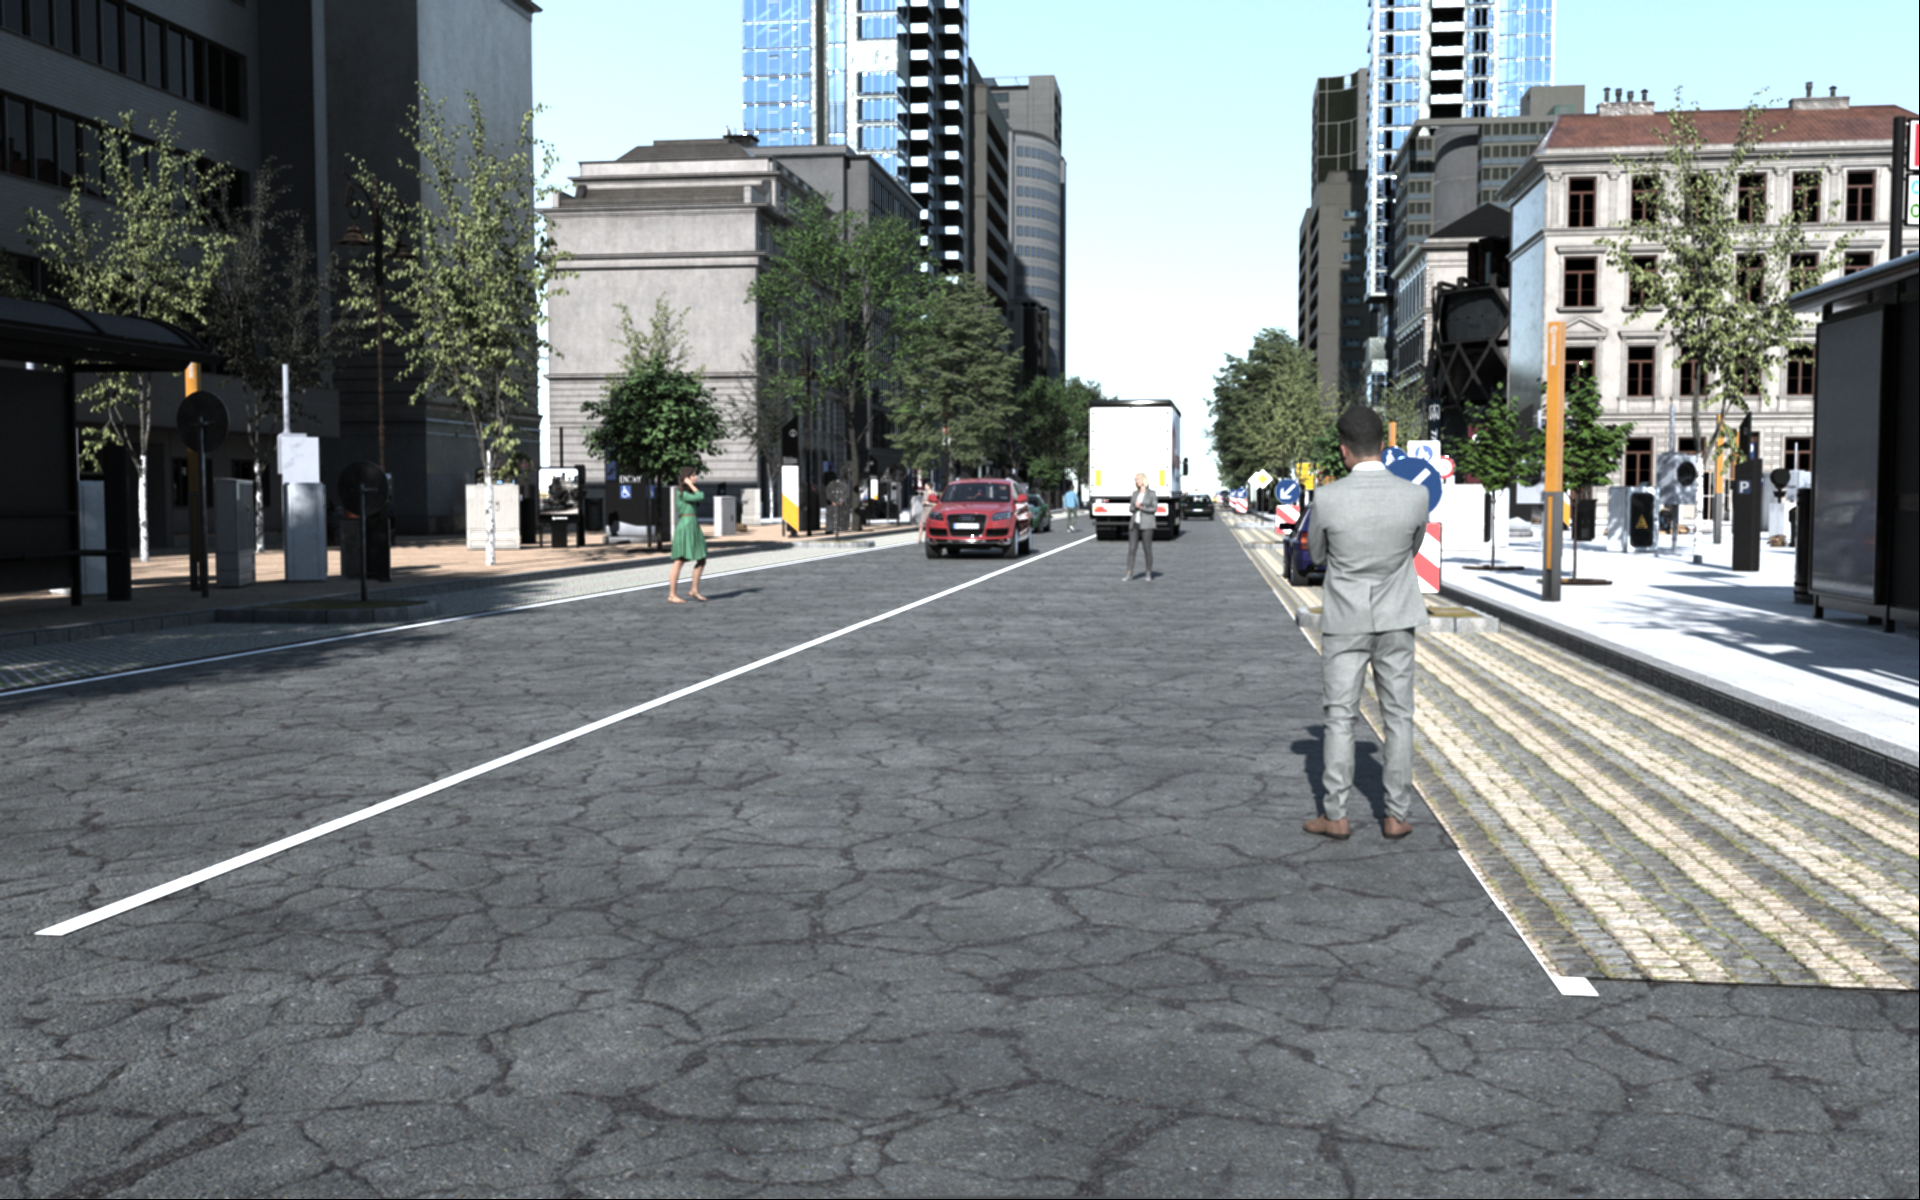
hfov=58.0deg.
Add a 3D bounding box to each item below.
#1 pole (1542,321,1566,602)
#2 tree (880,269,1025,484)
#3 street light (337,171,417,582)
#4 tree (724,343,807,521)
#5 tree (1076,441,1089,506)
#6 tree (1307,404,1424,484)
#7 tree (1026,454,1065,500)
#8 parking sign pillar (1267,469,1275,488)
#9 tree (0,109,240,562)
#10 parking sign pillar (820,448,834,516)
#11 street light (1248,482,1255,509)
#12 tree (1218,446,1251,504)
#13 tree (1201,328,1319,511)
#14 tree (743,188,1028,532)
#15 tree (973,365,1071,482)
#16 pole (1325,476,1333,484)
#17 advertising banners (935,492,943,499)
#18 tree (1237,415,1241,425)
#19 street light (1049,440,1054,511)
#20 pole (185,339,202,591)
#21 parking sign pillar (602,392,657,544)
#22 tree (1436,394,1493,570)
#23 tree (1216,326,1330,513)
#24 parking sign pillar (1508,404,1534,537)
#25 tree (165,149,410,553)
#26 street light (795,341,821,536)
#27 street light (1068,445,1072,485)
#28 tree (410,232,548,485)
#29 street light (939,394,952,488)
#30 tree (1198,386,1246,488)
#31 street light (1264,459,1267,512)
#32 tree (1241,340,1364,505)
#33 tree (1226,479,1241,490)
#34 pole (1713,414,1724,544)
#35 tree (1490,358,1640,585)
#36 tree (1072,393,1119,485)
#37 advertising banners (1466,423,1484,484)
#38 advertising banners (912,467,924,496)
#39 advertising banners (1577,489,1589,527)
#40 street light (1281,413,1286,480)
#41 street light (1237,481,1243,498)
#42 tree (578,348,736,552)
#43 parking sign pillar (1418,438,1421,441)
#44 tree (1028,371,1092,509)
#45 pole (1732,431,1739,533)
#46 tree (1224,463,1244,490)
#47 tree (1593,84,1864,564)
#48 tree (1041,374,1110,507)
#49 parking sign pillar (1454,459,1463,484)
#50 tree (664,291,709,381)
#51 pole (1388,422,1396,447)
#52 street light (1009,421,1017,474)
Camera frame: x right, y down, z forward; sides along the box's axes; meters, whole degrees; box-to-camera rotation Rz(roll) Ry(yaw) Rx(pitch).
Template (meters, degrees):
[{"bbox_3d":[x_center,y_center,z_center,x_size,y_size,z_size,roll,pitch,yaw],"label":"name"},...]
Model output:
[{"bbox_3d":[7.072,-1.637,20.614,0.158,3.312,0.155,0,3,0],"label":"pole"},{"bbox_3d":[-0.091,-10.367,87.622,7.486,12.596,7.792,0,3,0],"label":"tree"},{"bbox_3d":[-8.423,-3.205,25.193,0.468,5.910,1.993,0,4,8],"label":"street light"},{"bbox_3d":[-9.145,-8.113,83.013,4.360,8.622,3.978,0,3,0],"label":"tree"},{"bbox_3d":[13.955,-14.642,189.751,4.737,8.622,4.395,0,3,0],"label":"tree"},{"bbox_3d":[14.393,-4.846,62.939,4.285,4.588,4.351,0,3,0],"label":"tree"},{"bbox_3d":[6.743,-9.422,137.756,4.285,4.588,4.351,0,3,0],"label":"tree"},{"bbox_3d":[27.066,-9.937,150.939,1.447,3.967,1.447,1,4,8],"label":"parking sign pillar"},{"bbox_3d":[-15.733,-5.035,32.689,4.737,8.622,4.395,0,3,0],"label":"tree"},{"bbox_3d":[-7.826,-6.956,102.198,1.447,3.967,1.447,1,4,17],"label":"parking sign pillar"},{"bbox_3d":[25.727,-10.930,151.492,0.468,5.910,1.993,0,4,8],"label":"street light"},{"bbox_3d":[38.926,-19.164,239.090,9.928,11.665,9.643,0,3,0],"label":"tree"},{"bbox_3d":[23.556,-13.947,134.687,9.857,13.997,8.962,0,3,0],"label":"tree"},{"bbox_3d":[-3.712,-8.188,59.621,9.928,11.665,9.643,0,3,0],"label":"tree"},{"bbox_3d":[4.168,-11.463,121.840,8.767,10.594,7.601,2,4,30],"label":"tree"},{"bbox_3d":[16.397,-5.104,77.291,0.158,3.312,0.155,0,3,0],"label":"pole"},{"bbox_3d":[-1.920,-7.073,111.826,2.074,3.025,0.090,-2,4,-25],"label":"advertising banners"},{"bbox_3d":[19.157,-9.414,104.277,4.737,8.622,4.395,0,3,0],"label":"tree"},{"bbox_3d":[7.042,-9.887,134.447,0.468,5.910,1.993,0,4,8],"label":"street light"},{"bbox_3d":[-10.077,-1.773,22.831,0.158,3.312,0.155,0,3,0],"label":"pole"},{"bbox_3d":[-8.632,-3.474,45.275,1.447,3.967,1.447,2,4,26],"label":"parking sign pillar"},{"bbox_3d":[9.230,-2.134,29.493,1.663,3.219,1.824,0,3,0],"label":"tree"},{"bbox_3d":[21.491,-12.172,117.132,7.486,12.596,7.792,0,3,0],"label":"tree"},{"bbox_3d":[16.467,-3.879,51.902,1.447,3.967,1.447,1,4,21],"label":"parking sign pillar"},{"bbox_3d":[-15.144,-5.342,37.710,4.360,8.622,3.978,0,3,0],"label":"tree"},{"bbox_3d":[-4.588,-4.879,52.563,0.468,5.910,1.993,0,4,8],"label":"street light"},{"bbox_3d":[9.970,-11.188,155.716,0.468,5.910,1.993,0,4,8],"label":"street light"},{"bbox_3d":[-13.357,-6.013,48.669,4.360,8.622,3.978,0,3,0],"label":"tree"},{"bbox_3d":[-0.637,-6.565,80.119,0.468,5.910,1.993,0,4,8],"label":"street light"},{"bbox_3d":[31.117,-17.066,189.399,12.009,13.543,11.850,0,3,0],"label":"tree"},{"bbox_3d":[21.930,-9.258,124.150,0.468,5.910,1.993,0,4,8],"label":"street light"},{"bbox_3d":[16.241,-8.085,82.557,4.737,8.622,4.395,0,3,0],"label":"tree"},{"bbox_3d":[46.383,-18.767,290.550,4.285,4.588,4.351,0,3,0],"label":"tree"},{"bbox_3d":[19.479,-3.096,44.458,0.158,3.312,0.155,0,3,0],"label":"pole"},{"bbox_3d":[8.865,-1.836,24.614,1.663,3.219,1.824,0,3,0],"label":"tree"},{"bbox_3d":[18.065,-18.970,216.812,9.857,13.997,8.962,0,3,0],"label":"tree"},{"bbox_3d":[12.096,-2.876,43.204,2.074,3.025,0.090,1,4,19],"label":"advertising banners"},{"bbox_3d":[-2.567,-6.606,104.189,0.090,3.025,2.074,1,4,20],"label":"advertising banners"},{"bbox_3d":[22.985,-4.154,64.109,0.090,3.025,2.074,2,4,34],"label":"advertising banners"},{"bbox_3d":[18.179,-7.620,97.377,0.468,5.910,1.993,0,4,8],"label":"street light"},{"bbox_3d":[36.480,-15.566,227.293,0.468,5.910,1.993,0,4,8],"label":"street light"},{"bbox_3d":[-6.687,-3.372,38.846,4.285,4.588,4.351,0,3,0],"label":"tree"},{"bbox_3d":[22.227,-5.799,83.283,1.447,3.967,1.447,1,4,17],"label":"parking sign pillar"},{"bbox_3d":[7.605,-13.522,146.834,9.928,11.665,9.643,0,3,0],"label":"tree"},{"bbox_3d":[25.230,-3.818,56.269,0.158,3.312,0.155,0,3,0],"label":"pole"},{"bbox_3d":[40.055,-18.388,250.999,4.360,8.622,3.978,0,3,0],"label":"tree"},{"bbox_3d":[13.841,-4.971,31.642,4.737,8.622,4.395,0,3,0],"label":"tree"},{"bbox_3d":[11.536,-15.206,165.633,9.611,12.733,9.660,0,3,0],"label":"tree"},{"bbox_3d":[25.479,-6.084,87.952,1.447,3.967,1.447,-3,5,-40],"label":"parking sign pillar"},{"bbox_3d":[-11.390,-6.933,63.724,4.737,8.622,4.395,0,3,0],"label":"tree"},{"bbox_3d":[12.214,-3.375,49.023,0.158,3.312,0.155,0,3,0],"label":"pole"},{"bbox_3d":[3.235,-8.250,107.682,0.468,5.910,1.993,0,4,8],"label":"street light"}]
